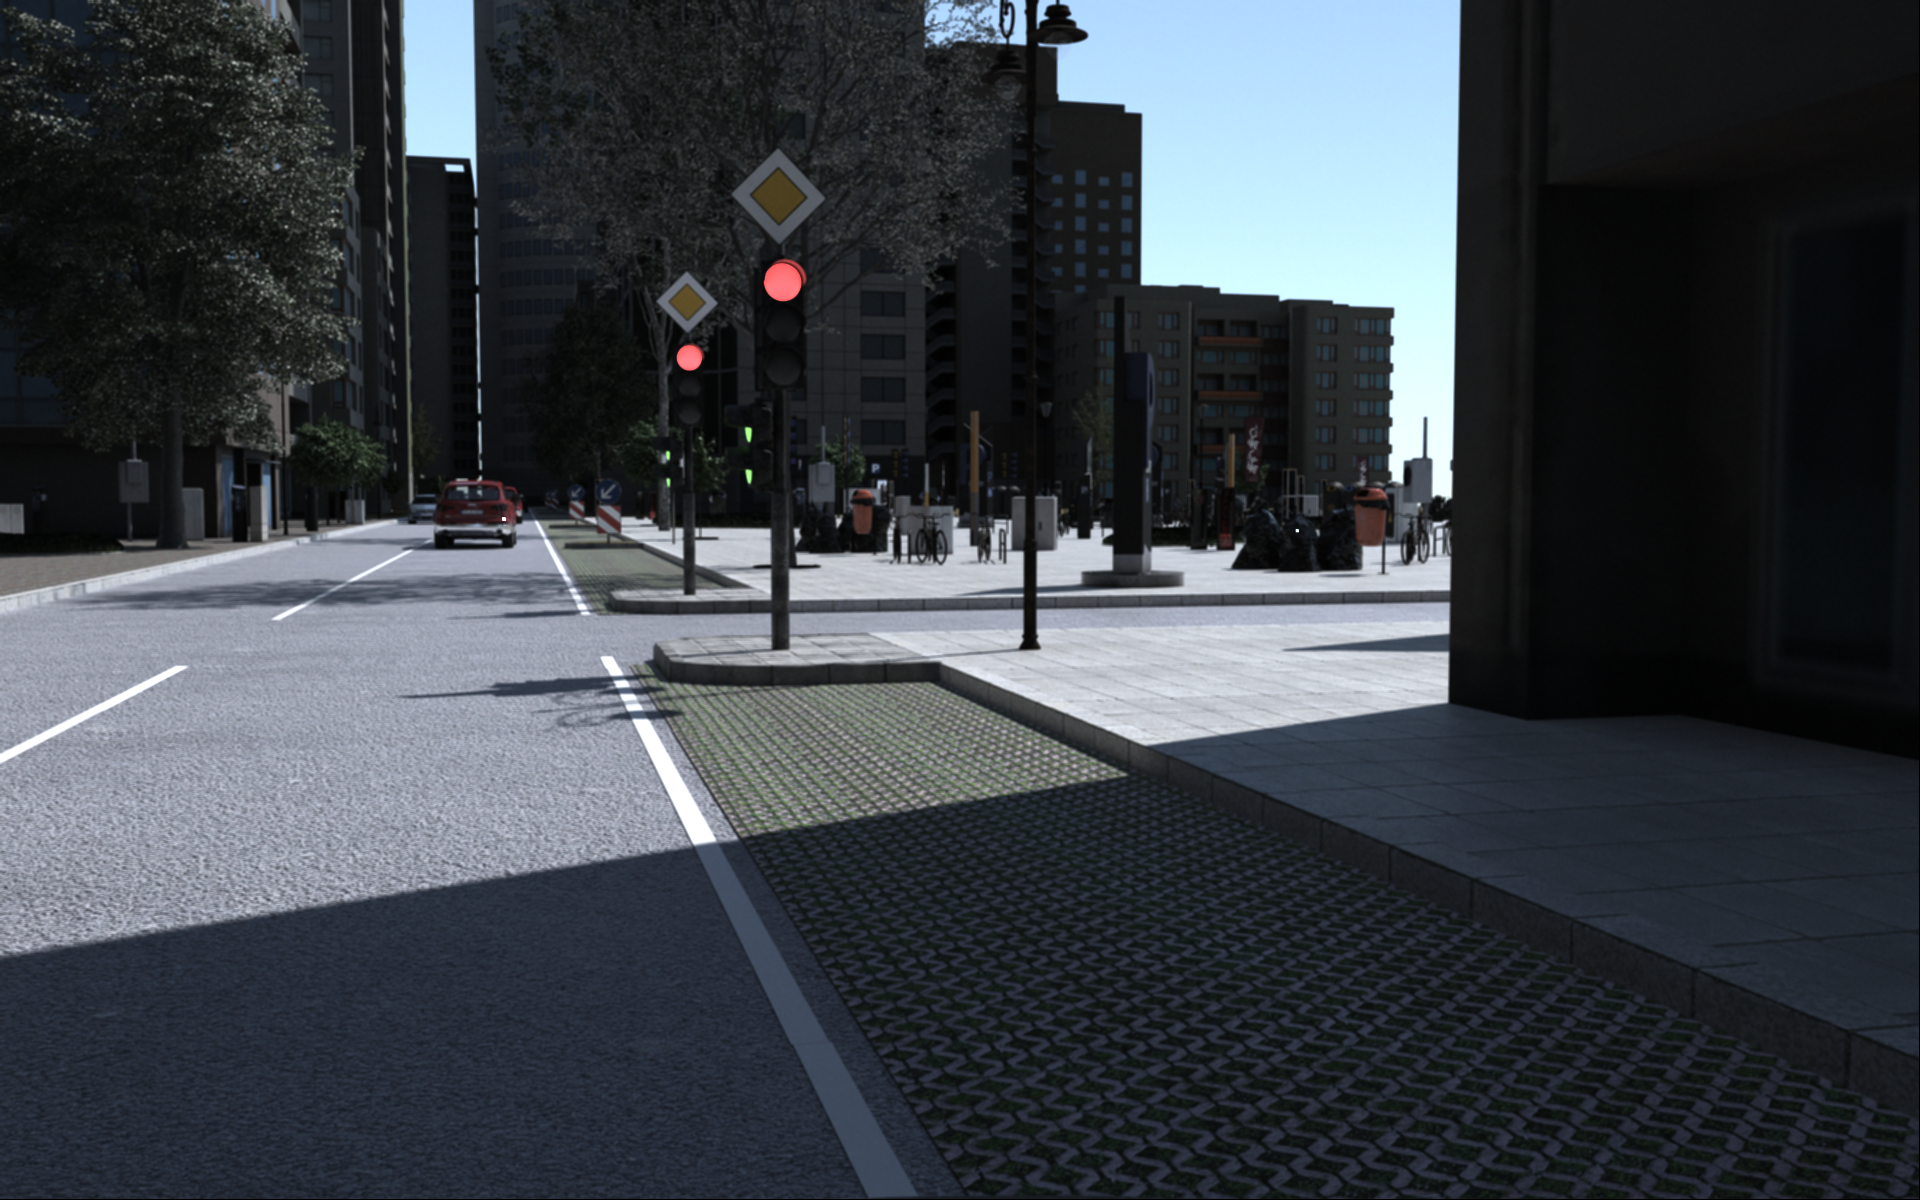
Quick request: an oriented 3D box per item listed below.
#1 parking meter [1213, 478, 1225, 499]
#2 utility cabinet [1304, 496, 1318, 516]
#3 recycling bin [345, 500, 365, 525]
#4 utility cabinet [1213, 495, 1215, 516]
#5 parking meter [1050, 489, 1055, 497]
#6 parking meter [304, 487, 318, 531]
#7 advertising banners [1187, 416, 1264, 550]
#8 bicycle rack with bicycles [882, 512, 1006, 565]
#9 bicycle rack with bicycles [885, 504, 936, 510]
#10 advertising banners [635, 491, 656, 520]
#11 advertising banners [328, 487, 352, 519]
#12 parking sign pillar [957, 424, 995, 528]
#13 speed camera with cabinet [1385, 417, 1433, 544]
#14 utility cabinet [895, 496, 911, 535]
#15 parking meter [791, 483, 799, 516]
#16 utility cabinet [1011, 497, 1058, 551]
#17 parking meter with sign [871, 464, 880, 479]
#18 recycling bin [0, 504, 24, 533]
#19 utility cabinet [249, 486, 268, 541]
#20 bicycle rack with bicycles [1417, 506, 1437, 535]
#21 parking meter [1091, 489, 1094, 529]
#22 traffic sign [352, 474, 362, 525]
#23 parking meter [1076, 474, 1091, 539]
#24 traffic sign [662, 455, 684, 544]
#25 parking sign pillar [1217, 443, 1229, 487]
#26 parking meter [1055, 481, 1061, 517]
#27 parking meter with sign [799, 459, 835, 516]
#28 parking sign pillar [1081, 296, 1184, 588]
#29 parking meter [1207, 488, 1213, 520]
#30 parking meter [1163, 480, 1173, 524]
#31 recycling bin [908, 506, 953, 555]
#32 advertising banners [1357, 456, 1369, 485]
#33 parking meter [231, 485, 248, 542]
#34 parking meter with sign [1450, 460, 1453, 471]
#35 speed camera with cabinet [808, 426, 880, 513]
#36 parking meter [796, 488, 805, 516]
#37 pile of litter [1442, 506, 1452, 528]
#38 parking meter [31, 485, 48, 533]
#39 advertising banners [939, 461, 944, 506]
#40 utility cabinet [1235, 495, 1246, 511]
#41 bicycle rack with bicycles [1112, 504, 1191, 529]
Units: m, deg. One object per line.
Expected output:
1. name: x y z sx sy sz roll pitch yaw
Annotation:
1. parking meter: 9.433 -3.500 62.935 0.255 1.863 0.399 -1 4 -16
2. utility cabinet: 14.505 -3.767 72.744 1.020 1.237 0.306 1 4 18
3. recycling bin: -25.548 -3.704 73.107 0.722 1.027 0.722 -1 4 -15
4. utility cabinet: 12.983 -4.722 88.368 1.020 1.237 0.306 0 4 5
5. parking meter: 4.804 -4.944 89.241 0.372 1.533 0.369 0 3 0
6. parking meter: -24.523 -3.479 65.287 0.372 1.533 0.369 0 3 0
7. advertising banners: 6.056 -2.651 39.533 2.074 3.025 0.090 3 5 43
8. bicycle rack with bicycles: -0.203 -1.177 32.631 2.852 0.926 2.925 0 4 0
9. bicycle rack with bicycles: -2.012 -3.000 62.431 2.852 0.926 2.925 1 4 17
10. advertising banners: -15.620 -5.596 87.684 0.090 3.025 2.074 3 5 42
11. advertising banners: -32.096 -5.734 89.933 2.074 3.025 0.090 2 4 27
12. parking sign pillar: 0.657 -4.918 68.884 1.447 3.967 1.447 -2 4 -28
13. speed camera with cabinet: 11.647 -3.099 45.005 0.660 3.252 2.038 0 4 -5
14. utility cabinet: -1.805 -2.636 54.263 0.306 1.237 1.020 -1 4 -14
15. parking meter: -8.457 -5.080 88.775 0.399 1.863 0.255 0 4 6
16. utility cabinet: 1.698 -1.738 39.580 1.020 1.237 0.306 1 4 21
17. parking meter with sign: -4.678 -6.240 98.277 0.543 3.016 1.738 -1 4 -10
18. recycling bin: -24.499 -1.942 44.313 0.722 1.027 0.722 2 4 30
19. utility cabinet: -18.940 -2.328 46.747 0.318 1.500 1.173 -1 4 -15
20. bicycle rack with bicycles: 13.830 -2.506 54.359 2.852 0.926 2.925 3 4 37
21. parking meter: 4.684 -3.352 63.212 0.372 1.533 0.369 0 3 0
22. traffic sign: -25.444 -4.434 72.605 0.768 2.556 0.104 -1 4 -9
23. parking meter: 3.544 -2.692 49.729 0.399 1.863 0.255 0 4 -2
24. traffic sign: -7.326 -2.577 44.261 0.606 2.300 0.079 -1 4 -8
25. parking sign pillar: 13.714 -6.236 90.437 1.447 3.967 1.447 1 4 17
26. parking meter: 4.400 -4.408 77.777 0.255 1.863 0.399 1 4 10
27. parking meter with sign: -7.163 -5.533 86.727 1.738 3.016 0.543 -1 4 -22
28. parking sign pillar: 2.430 -2.190 24.278 1.447 3.967 1.447 1 4 12
29. parking meter: 13.739 -5.353 95.934 0.372 1.533 0.369 0 3 0
30. parking meter: 8.784 -4.124 73.131 0.399 1.863 0.255 2 4 32
31. recycling bin: -0.631 -1.490 36.911 0.722 1.027 0.722 -3 5 -44
32. advertising banners: 19.252 -5.094 79.473 2.074 3.025 0.090 0 4 1
33. parking meter: -19.272 -2.319 46.321 0.372 1.533 0.369 0 3 0
34. parking meter with sign: 25.636 -5.675 89.043 0.543 3.016 1.738 2 4 27
35. speed camera with cabinet: -3.385 -3.451 50.764 2.038 3.252 0.660 -1 4 -18
36. parking meter: -6.424 -3.759 69.876 0.372 1.533 0.369 0 3 0
37. pile of litter: 18.811 -3.155 65.553 1.176 0.858 1.719 -1 4 -23
38. parking meter: -25.084 -2.374 47.222 0.372 1.533 0.369 0 3 0
39. advertising banners: -0.928 -5.707 89.505 0.090 3.025 2.074 0 4 5
40. utility cabinet: 16.222 -5.486 100.862 0.306 1.237 1.020 -2 4 -33
41. bicycle rack with bicycles: 6.778 -3.025 62.845 2.852 0.926 2.925 -2 4 -30
